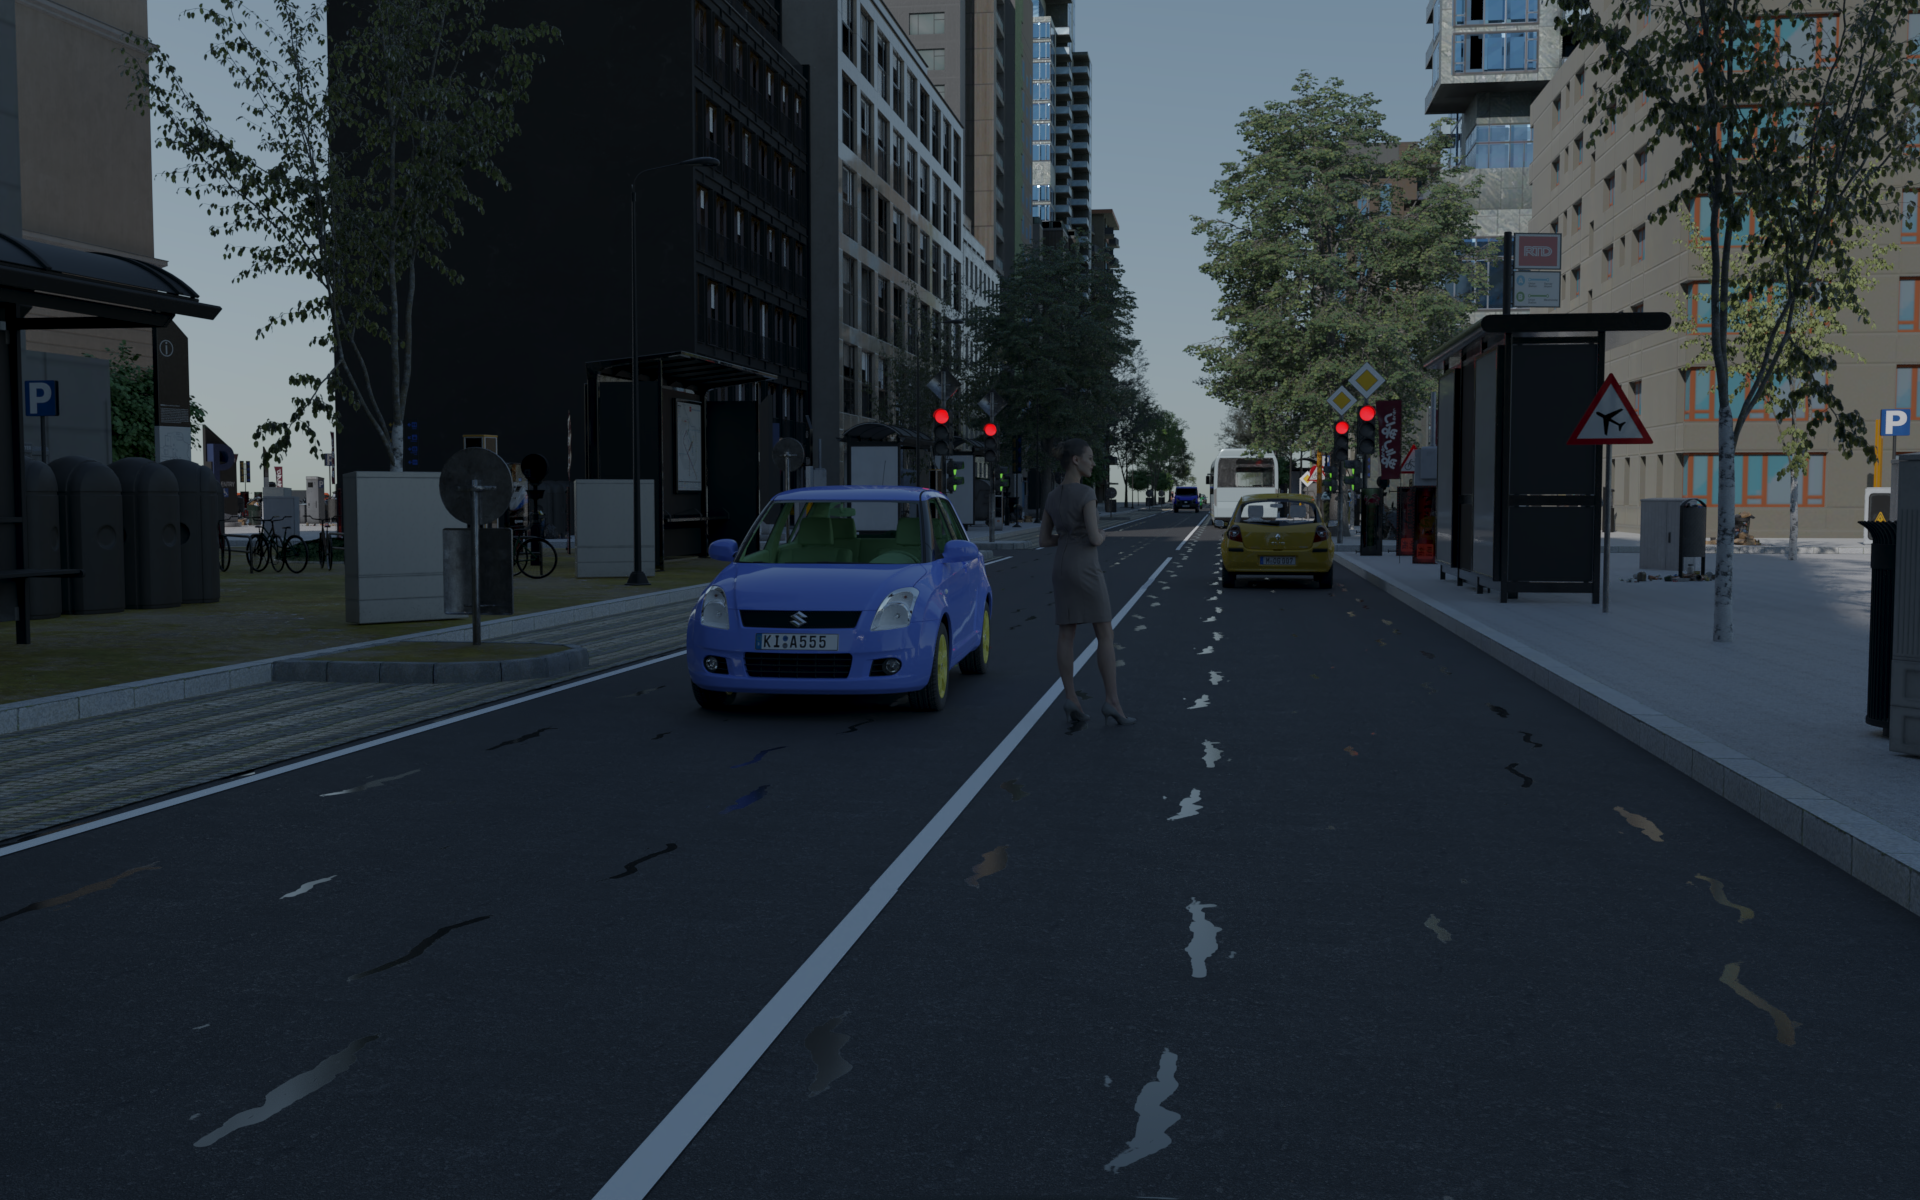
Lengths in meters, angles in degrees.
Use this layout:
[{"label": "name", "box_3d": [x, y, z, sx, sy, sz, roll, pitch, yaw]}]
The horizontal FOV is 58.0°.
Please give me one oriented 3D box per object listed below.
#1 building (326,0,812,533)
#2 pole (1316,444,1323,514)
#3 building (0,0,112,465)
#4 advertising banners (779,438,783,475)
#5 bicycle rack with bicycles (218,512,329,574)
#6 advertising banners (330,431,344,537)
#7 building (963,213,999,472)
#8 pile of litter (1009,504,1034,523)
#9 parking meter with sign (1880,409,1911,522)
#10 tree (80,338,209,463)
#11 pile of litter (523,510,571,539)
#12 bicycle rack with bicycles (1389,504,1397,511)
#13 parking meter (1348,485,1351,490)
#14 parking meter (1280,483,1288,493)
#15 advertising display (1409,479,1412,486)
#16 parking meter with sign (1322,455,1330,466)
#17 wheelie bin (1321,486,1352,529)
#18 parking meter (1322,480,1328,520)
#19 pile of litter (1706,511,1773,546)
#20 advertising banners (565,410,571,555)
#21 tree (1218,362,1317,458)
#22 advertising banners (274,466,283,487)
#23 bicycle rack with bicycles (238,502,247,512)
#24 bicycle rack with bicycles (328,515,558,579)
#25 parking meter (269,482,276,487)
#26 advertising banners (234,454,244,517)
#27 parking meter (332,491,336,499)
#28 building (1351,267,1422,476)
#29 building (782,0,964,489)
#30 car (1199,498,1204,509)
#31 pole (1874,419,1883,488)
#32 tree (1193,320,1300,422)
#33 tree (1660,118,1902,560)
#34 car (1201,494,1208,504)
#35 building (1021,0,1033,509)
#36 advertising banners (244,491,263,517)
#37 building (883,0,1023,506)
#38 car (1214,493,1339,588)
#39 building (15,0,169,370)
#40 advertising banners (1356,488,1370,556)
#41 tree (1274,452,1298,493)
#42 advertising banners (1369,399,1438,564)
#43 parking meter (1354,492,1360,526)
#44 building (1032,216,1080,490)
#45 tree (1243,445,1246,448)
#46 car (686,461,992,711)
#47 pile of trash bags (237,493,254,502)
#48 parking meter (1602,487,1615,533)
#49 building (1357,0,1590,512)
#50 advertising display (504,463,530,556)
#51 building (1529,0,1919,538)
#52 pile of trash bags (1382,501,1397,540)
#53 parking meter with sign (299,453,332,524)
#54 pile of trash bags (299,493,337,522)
[{"label": "building", "box_3d": [-13.325, -14.301, 63.494, 12.332, 23.373, 15.834, 1, 4, 9]}, {"label": "pole", "box_3d": [13.773, -4.436, 66.364, 0.158, 3.312, 0.155, 0, 3, 0]}, {"label": "building", "box_3d": [-27.214, -35.646, 21.067, 20.611, 71.187, 20.563, 1, 4, 9]}, {"label": "advertising banners", "box_3d": [-6.306, -3.576, 54.659, 2.074, 3.025, 0.090, 3, 5, 41]}, {"label": "bicycle rack with bicycles", "box_3d": [-11.256, -0.950, 28.916, 2.852, 0.926, 2.925, -3, 4, -36]}, {"label": "advertising banners", "box_3d": [-17.682, -3.247, 49.282, 0.090, 3.025, 2.074, -1, 4, -9]}, {"label": "building", "box_3d": [-3.648, -15.843, 113.787, 10.420, 20.320, 16.860, 1, 4, 9]}, {"label": "pile of litter", "box_3d": [2.866, -3.953, 78.593, 1.719, 0.858, 1.176, -3, 5, -43]}, {"label": "parking meter with sign", "box_3d": [18.980, -2.355, 34.770, 0.543, 3.016, 1.738, 1, 4, 13]}, {"label": "tree", "box_3d": [-17.630, -3.233, 36.576, 4.285, 4.588, 4.351, 0, 3, 0]}, {"label": "pile of litter", "box_3d": [-12.015, -2.182, 49.634, 1.719, 0.858, 1.176, 1, 4, 22]}, {"label": "bicycle rack with bicycles", "box_3d": [15.955, -2.982, 62.130, 2.852, 0.926, 2.925, -3, 5, -41]}, {"label": "parking meter", "box_3d": [21.073, -5.405, 94.079, 0.255, 1.863, 0.399, 1, 4, 20]}, {"label": "parking meter", "box_3d": [17.620, -5.420, 94.327, 0.255, 1.863, 0.399, -2, 4, -35]}, {"label": "advertising display", "box_3d": [19.235, -4.138, 72.862, 0.123, 1.923, 0.974, -2, 4, -24]}, {"label": "parking meter with sign", "box_3d": [16.891, -4.968, 77.481, 0.543, 3.016, 1.738, -2, 4, -33]}, {"label": "wheelie bin", "box_3d": [11.728, -2.828, 54.144, 0.980, 1.594, 0.693, -1, 4, -19]}, {"label": "parking meter", "box_3d": [14.790, -3.951, 70.310, 0.255, 1.863, 0.399, 1, 4, 10]}, {"label": "pile of litter", "box_3d": [19.595, -1.817, 43.668, 1.176, 0.858, 1.719, -1, 4, -20]}, {"label": "advertising banners", "box_3d": [-8.363, -2.495, 36.985, 0.090, 3.025, 2.074, -1, 4, -15]}, {"label": "tree", "box_3d": [27.126, -14.646, 149.834, 12.009, 13.543, 11.850, 0, 3, 0]}, {"label": "advertising banners", "box_3d": [-42.290, -6.934, 109.561, 2.074, 3.025, 0.090, -3, 4, -36]}, {"label": "bicycle rack with bicycles", "box_3d": [-33.950, -4.051, 79.612, 2.852, 0.926, 2.925, -1, 4, -18]}, {"label": "bicycle rack with bicycles", "box_3d": [-7.498, -0.800, 26.470, 2.925, 0.926, 2.852, 1, 4, 11]}, {"label": "parking meter", "box_3d": [-33.519, -4.817, 84.461, 0.255, 1.863, 0.399, -1, 4, -12]}, {"label": "advertising banners", "box_3d": [-31.736, -4.765, 74.098, 0.090, 3.025, 2.074, 2, 4, 31]}, {"label": "parking meter", "box_3d": [-43.881, -6.925, 121.631, 0.372, 1.533, 0.369, 0, 3, 0]}, {"label": "building", "box_3d": [47.216, -18.068, 140.450, 27.650, 21.520, 28.899, 1, 4, 9]}, {"label": "building", "box_3d": [-11.886, -17.406, 89.104, 19.350, 26.468, 34.151, 1, 4, 9]}, {"label": "car", "box_3d": [22.086, -9.495, 164.036, 1.959, 1.807, 4.718, 0, 4, 8]}, {"label": "pole", "box_3d": [25.107, -3.274, 47.375, 0.158, 3.312, 0.155, 0, 3, 0]}, {"label": "tree", "box_3d": [30.675, -19.956, 182.164, 12.611, 20.169, 13.585, 0, 3, 0]}, {"label": "tree", "box_3d": [15.898, -5.074, 33.318, 4.737, 8.622, 4.395, 0, 3, 0]}, {"label": "car", "box_3d": [34.474, -14.568, 247.973, 2.009, 1.686, 4.222, 0, 4, 7]}, {"label": "building", "box_3d": [-1.614, -30.206, 143.984, 14.600, 45.320, 14.200, 1, 4, 9]}, {"label": "advertising banners", "box_3d": [-40.028, -6.163, 96.959, 2.074, 3.025, 0.090, 0, 4, -2]}, {"label": "building", "box_3d": [-3.057, -27.306, 130.048, 14.154, 41.232, 14.086, 1, 4, 9]}, {"label": "car", "box_3d": [5.077, -1.076, 27.811, 2.015, 1.641, 3.980, 1, 4, 10]}, {"label": "building", "box_3d": [-43.729, -17.168, 66.599, 20.117, 28.700, 13.634, 1, 4, 9]}, {"label": "advertising banners", "box_3d": [9.258, -2.425, 35.833, 2.074, 3.025, 0.090, 0, 4, 2]}, {"label": "tree", "box_3d": [25.582, -9.462, 138.418, 4.285, 4.588, 4.351, 0, 3, 0]}, {"label": "advertising banners", "box_3d": [8.564, -2.171, 31.686, 2.074, 3.025, 0.090, 2, 4, 35]}, {"label": "parking meter", "box_3d": [15.888, -3.741, 69.574, 0.372, 1.533, 0.369, 0, 3, 0]}, {"label": "building", "box_3d": [4.960, -25.125, 182.493, 14.160, 30.474, 14.107, 1, 4, 9]}, {"label": "tree", "box_3d": [39.062, -18.776, 225.107, 7.486, 12.596, 7.792, 0, 3, 0]}, {"label": "car", "box_3d": [-0.776, -0.186, 12.635, 1.945, 1.707, 3.694, 0, 4, 8]}, {"label": "pile of trash bags", "box_3d": [-46.861, -6.510, 116.188, 3.447, 1.369, 1.912, -2, 4, -31]}, {"label": "parking meter", "box_3d": [21.676, -3.027, 57.899, 0.372, 1.533, 0.369, 0, 3, 0]}, {"label": "building", "box_3d": [35.850, -48.117, 99.376, 22.319, 86.520, 31.000, 1, 4, 9]}, {"label": "advertising display", "box_3d": [-9.231, -1.887, 36.061, 0.123, 1.923, 0.974, 1, 4, 11]}, {"label": "building", "box_3d": [37.532, -13.245, 61.592, 28.899, 21.520, 27.650, 1, 4, 9]}, {"label": "pile of trash bags", "box_3d": [12.658, -2.375, 48.582, 1.912, 1.369, 3.447, 0, 4, -5]}, {"label": "parking meter with sign", "box_3d": [-27.704, -4.782, 74.453, 1.738, 3.016, 0.543, 2, 4, 24]}, {"label": "pile of trash bags", "box_3d": [-28.578, -4.273, 79.623, 3.447, 1.369, 1.912, -3, 5, -44]}]
